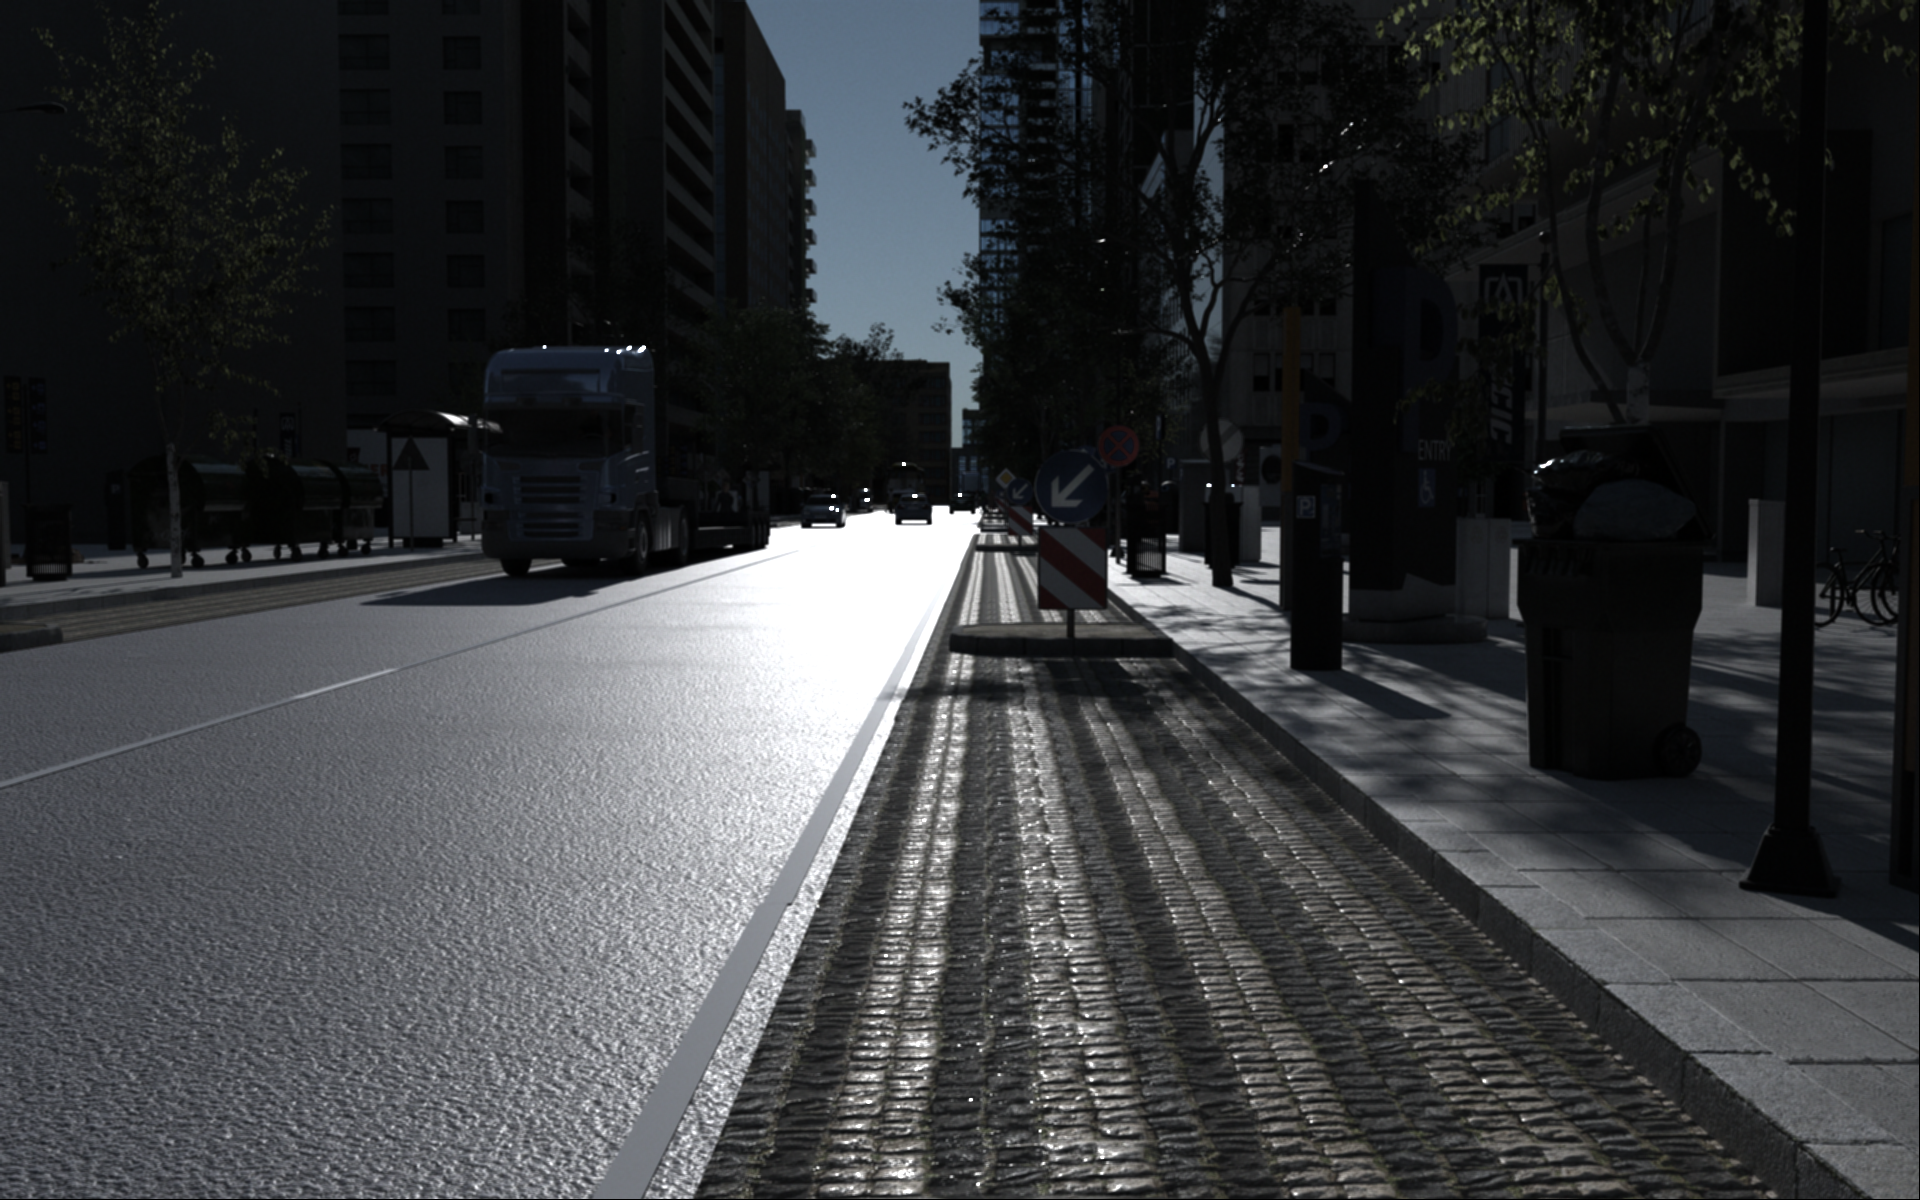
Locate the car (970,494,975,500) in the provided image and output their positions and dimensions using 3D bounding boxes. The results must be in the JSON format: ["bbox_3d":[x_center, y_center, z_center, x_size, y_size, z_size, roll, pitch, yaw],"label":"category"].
[{"bbox_3d":[0.982,-10.823,186.749,2.009,1.686,4.222,0,4,3],"label":"car"}]

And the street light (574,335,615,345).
[{"bbox_3d":[-10.772,-4.785,50.770,1.470,5.913,1.316,0,4,1],"label":"street light"}]

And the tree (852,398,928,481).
[{"bbox_3d":[-9.130,-18.896,219.319,12.009,13.543,11.850,0,3,0],"label":"tree"}]

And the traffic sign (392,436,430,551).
[{"bbox_3d":[-12.256,-2.364,38.663,0.884,2.594,0.081,1,4,8],"label":"traffic sign"}]

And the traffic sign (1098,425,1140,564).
[{"bbox_3d":[2.922,-1.946,31.928,0.768,2.556,0.104,0,4,5],"label":"traffic sign"}]

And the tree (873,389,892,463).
[{"bbox_3d":[-10.060,-14.151,157.128,9.928,11.665,9.643,0,3,0],"label":"tree"}]

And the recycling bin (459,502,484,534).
[{"bbox_3d":[-15.757,-2.649,55.863,0.722,1.027,0.722,-1,4,-21],"label":"recycling bin"}]

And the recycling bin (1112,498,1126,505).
[{"bbox_3d":[9.517,-5.585,103.870,0.722,1.027,0.722,-1,4,-9],"label":"recycling bin"}]

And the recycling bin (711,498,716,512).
[{"bbox_3d":[-16.334,-6.390,117.028,0.722,1.027,0.722,2,4,31],"label":"recycling bin"}]

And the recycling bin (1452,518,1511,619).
[{"bbox_3d":[5.203,-0.332,17.979,0.722,1.027,0.722,-2,4,-31],"label":"recycling bin"}]

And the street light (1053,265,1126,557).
[{"bbox_3d":[2.678,-3.835,35.242,1.470,5.913,1.316,0,4,1],"label":"street light"}]

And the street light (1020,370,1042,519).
[{"bbox_3d":[3.097,-5.654,64.977,1.470,5.913,1.316,0,4,1],"label":"street light"}]

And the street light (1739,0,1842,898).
[{"bbox_3d":[2.179,-2.016,5.509,1.470,5.913,1.316,0,4,1],"label":"street light"}]

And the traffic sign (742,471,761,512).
[{"bbox_3d":[-8.900,-4.299,73.933,0.795,2.450,0.064,0,4,1],"label":"traffic sign"}]

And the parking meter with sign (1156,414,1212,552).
[{"bbox_3d":[5.229,-2.568,38.243,1.738,3.016,0.543,0,4,-6],"label":"parking meter with sign"}]

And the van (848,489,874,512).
[{"bbox_3d":[-7.708,-7.833,135.080,2.013,2.044,4.112,0,4,1],"label":"van"}]

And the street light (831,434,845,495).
[{"bbox_3d":[-9.466,-9.912,134.594,1.470,5.913,1.316,0,4,1],"label":"street light"}]

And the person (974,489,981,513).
[{"bbox_3d":[1.297,-7.398,129.813,0.624,1.780,0.694,2,4,28],"label":"person"}]

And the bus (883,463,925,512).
[{"bbox_3d":[-4.363,-9.083,140.057,2.896,3.916,12.252,0,4,2],"label":"bus"}]

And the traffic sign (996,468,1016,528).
[{"bbox_3d":[1.751,-3.798,65.740,0.795,2.450,0.064,0,4,1],"label":"traffic sign"}]

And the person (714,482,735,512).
[{"bbox_3d":[-6.658,-2.441,48.837,0.534,1.772,0.576,2,4,27],"label":"person"}]

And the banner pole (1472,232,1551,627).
[{"bbox_3d":[5.354,-1.628,16.629,0.863,3.779,0.401,0,4,0],"label":"banner pole"}]

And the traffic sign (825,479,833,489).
[{"bbox_3d":[-11.308,-9.120,149.225,0.768,2.556,0.104,1,4,9],"label":"traffic sign"}]

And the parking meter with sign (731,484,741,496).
[{"bbox_3d":[-16.637,-8.081,128.392,1.738,3.016,0.543,-1,4,-20],"label":"parking meter with sign"}]

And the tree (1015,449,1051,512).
[{"bbox_3d":[5.623,-8.662,125.342,4.285,4.588,4.351,0,3,0],"label":"tree"}]

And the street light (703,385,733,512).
[{"bbox_3d":[-10.369,-6.204,73.978,1.470,5.913,1.316,0,4,1],"label":"street light"}]

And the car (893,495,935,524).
[{"bbox_3d":[-2.207,-4.348,83.085,2.014,1.417,4.499,0,4,0],"label":"car"}]

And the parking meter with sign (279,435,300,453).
[{"bbox_3d":[-19.520,-3.283,49.933,0.543,3.016,1.738,0,4,-7],"label":"parking meter with sign"}]

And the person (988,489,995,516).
[{"bbox_3d":[1.995,-6.212,110.404,0.599,1.781,0.374,-2,4,-30],"label":"person"}]

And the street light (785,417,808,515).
[{"bbox_3d":[-9.822,-8.034,103.893,1.470,5.913,1.316,0,4,1],"label":"street light"}]

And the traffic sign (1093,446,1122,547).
[{"bbox_3d":[3.600,-2.555,41.878,0.768,2.556,0.104,1,4,11],"label":"traffic sign"}]

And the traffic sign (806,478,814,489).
[{"bbox_3d":[-11.820,-8.312,136.006,0.768,2.556,0.104,0,4,1],"label":"traffic sign"}]

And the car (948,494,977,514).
[{"bbox_3d":[0.169,-6.947,125.380,2.131,1.459,4.920,0,4,2],"label":"car"}]

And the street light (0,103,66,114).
[{"bbox_3d":[-11.315,-2.947,20.724,1.470,5.913,1.316,0,4,1],"label":"street light"}]

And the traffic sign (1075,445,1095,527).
[{"bbox_3d":[3.273,-2.751,45.092,0.768,2.556,0.104,0,4,6],"label":"traffic sign"}]

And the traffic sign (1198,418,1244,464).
[{"bbox_3d":[4.390,-1.780,29.213,0.768,2.556,0.104,0,4,3],"label":"traffic sign"}]

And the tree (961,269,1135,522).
[{"bbox_3d":[4.214,-9.440,80.104,9.928,11.665,9.643,0,3,0],"label":"tree"}]

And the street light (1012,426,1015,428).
[{"bbox_3d":[3.494,-7.044,87.707,1.470,5.913,1.316,0,4,1],"label":"street light"}]

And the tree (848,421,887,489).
[{"bbox_3d":[-9.220,-13.280,167.486,4.360,8.622,3.978,0,3,0],"label":"tree"}]

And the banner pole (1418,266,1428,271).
[{"bbox_3d":[4.941,-1.790,19.289,0.401,3.779,0.863,-2,4,-33],"label":"banner pole"}]

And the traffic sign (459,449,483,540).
[{"bbox_3d":[-13.519,-2.929,47.995,0.768,2.556,0.104,1,4,10],"label":"traffic sign"}]

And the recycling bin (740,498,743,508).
[{"bbox_3d":[-13.688,-5.667,105.209,0.722,1.027,0.722,3,5,41],"label":"recycling bin"}]

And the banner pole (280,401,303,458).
[{"bbox_3d":[-18.014,-3.476,46.847,0.863,3.779,0.401,1,4,13],"label":"banner pole"}]

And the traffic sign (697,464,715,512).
[{"bbox_3d":[-10.745,-4.477,73.309,0.768,2.556,0.104,0,4,6],"label":"traffic sign"}]

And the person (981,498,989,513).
[{"bbox_3d":[1.849,-7.170,131.222,1.012,1.151,0.738,2,4,34],"label":"person"}]

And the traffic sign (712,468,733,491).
[{"bbox_3d":[-9.041,-3.811,65.949,0.795,2.450,0.064,0,4,1],"label":"traffic sign"}]

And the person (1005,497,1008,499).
[{"bbox_3d":[3.409,-7.442,130.448,0.793,1.790,0.793,0,4,-3],"label":"person"}]

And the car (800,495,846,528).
[{"bbox_3d":[-5.909,-3.864,75.186,2.014,1.417,4.499,0,4,-1],"label":"car"}]

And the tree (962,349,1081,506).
[{"bbox_3d":[5.034,-14.122,137.556,9.857,13.997,8.962,0,3,0],"label":"tree"}]

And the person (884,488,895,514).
[{"bbox_3d":[-5.062,-7.115,124.676,0.795,1.843,0.661,0,4,4],"label":"person"}]

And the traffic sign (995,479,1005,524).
[{"bbox_3d":[1.892,-4.286,73.724,0.795,2.450,0.064,0,4,1],"label":"traffic sign"}]

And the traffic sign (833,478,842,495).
[{"bbox_3d":[-9.832,-8.508,139.217,0.768,2.556,0.104,0,4,2],"label":"traffic sign"}]

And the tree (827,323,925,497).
[{"bbox_3d":[-8.552,-20.374,188.997,12.611,20.169,13.585,0,3,0],"label":"tree"}]
